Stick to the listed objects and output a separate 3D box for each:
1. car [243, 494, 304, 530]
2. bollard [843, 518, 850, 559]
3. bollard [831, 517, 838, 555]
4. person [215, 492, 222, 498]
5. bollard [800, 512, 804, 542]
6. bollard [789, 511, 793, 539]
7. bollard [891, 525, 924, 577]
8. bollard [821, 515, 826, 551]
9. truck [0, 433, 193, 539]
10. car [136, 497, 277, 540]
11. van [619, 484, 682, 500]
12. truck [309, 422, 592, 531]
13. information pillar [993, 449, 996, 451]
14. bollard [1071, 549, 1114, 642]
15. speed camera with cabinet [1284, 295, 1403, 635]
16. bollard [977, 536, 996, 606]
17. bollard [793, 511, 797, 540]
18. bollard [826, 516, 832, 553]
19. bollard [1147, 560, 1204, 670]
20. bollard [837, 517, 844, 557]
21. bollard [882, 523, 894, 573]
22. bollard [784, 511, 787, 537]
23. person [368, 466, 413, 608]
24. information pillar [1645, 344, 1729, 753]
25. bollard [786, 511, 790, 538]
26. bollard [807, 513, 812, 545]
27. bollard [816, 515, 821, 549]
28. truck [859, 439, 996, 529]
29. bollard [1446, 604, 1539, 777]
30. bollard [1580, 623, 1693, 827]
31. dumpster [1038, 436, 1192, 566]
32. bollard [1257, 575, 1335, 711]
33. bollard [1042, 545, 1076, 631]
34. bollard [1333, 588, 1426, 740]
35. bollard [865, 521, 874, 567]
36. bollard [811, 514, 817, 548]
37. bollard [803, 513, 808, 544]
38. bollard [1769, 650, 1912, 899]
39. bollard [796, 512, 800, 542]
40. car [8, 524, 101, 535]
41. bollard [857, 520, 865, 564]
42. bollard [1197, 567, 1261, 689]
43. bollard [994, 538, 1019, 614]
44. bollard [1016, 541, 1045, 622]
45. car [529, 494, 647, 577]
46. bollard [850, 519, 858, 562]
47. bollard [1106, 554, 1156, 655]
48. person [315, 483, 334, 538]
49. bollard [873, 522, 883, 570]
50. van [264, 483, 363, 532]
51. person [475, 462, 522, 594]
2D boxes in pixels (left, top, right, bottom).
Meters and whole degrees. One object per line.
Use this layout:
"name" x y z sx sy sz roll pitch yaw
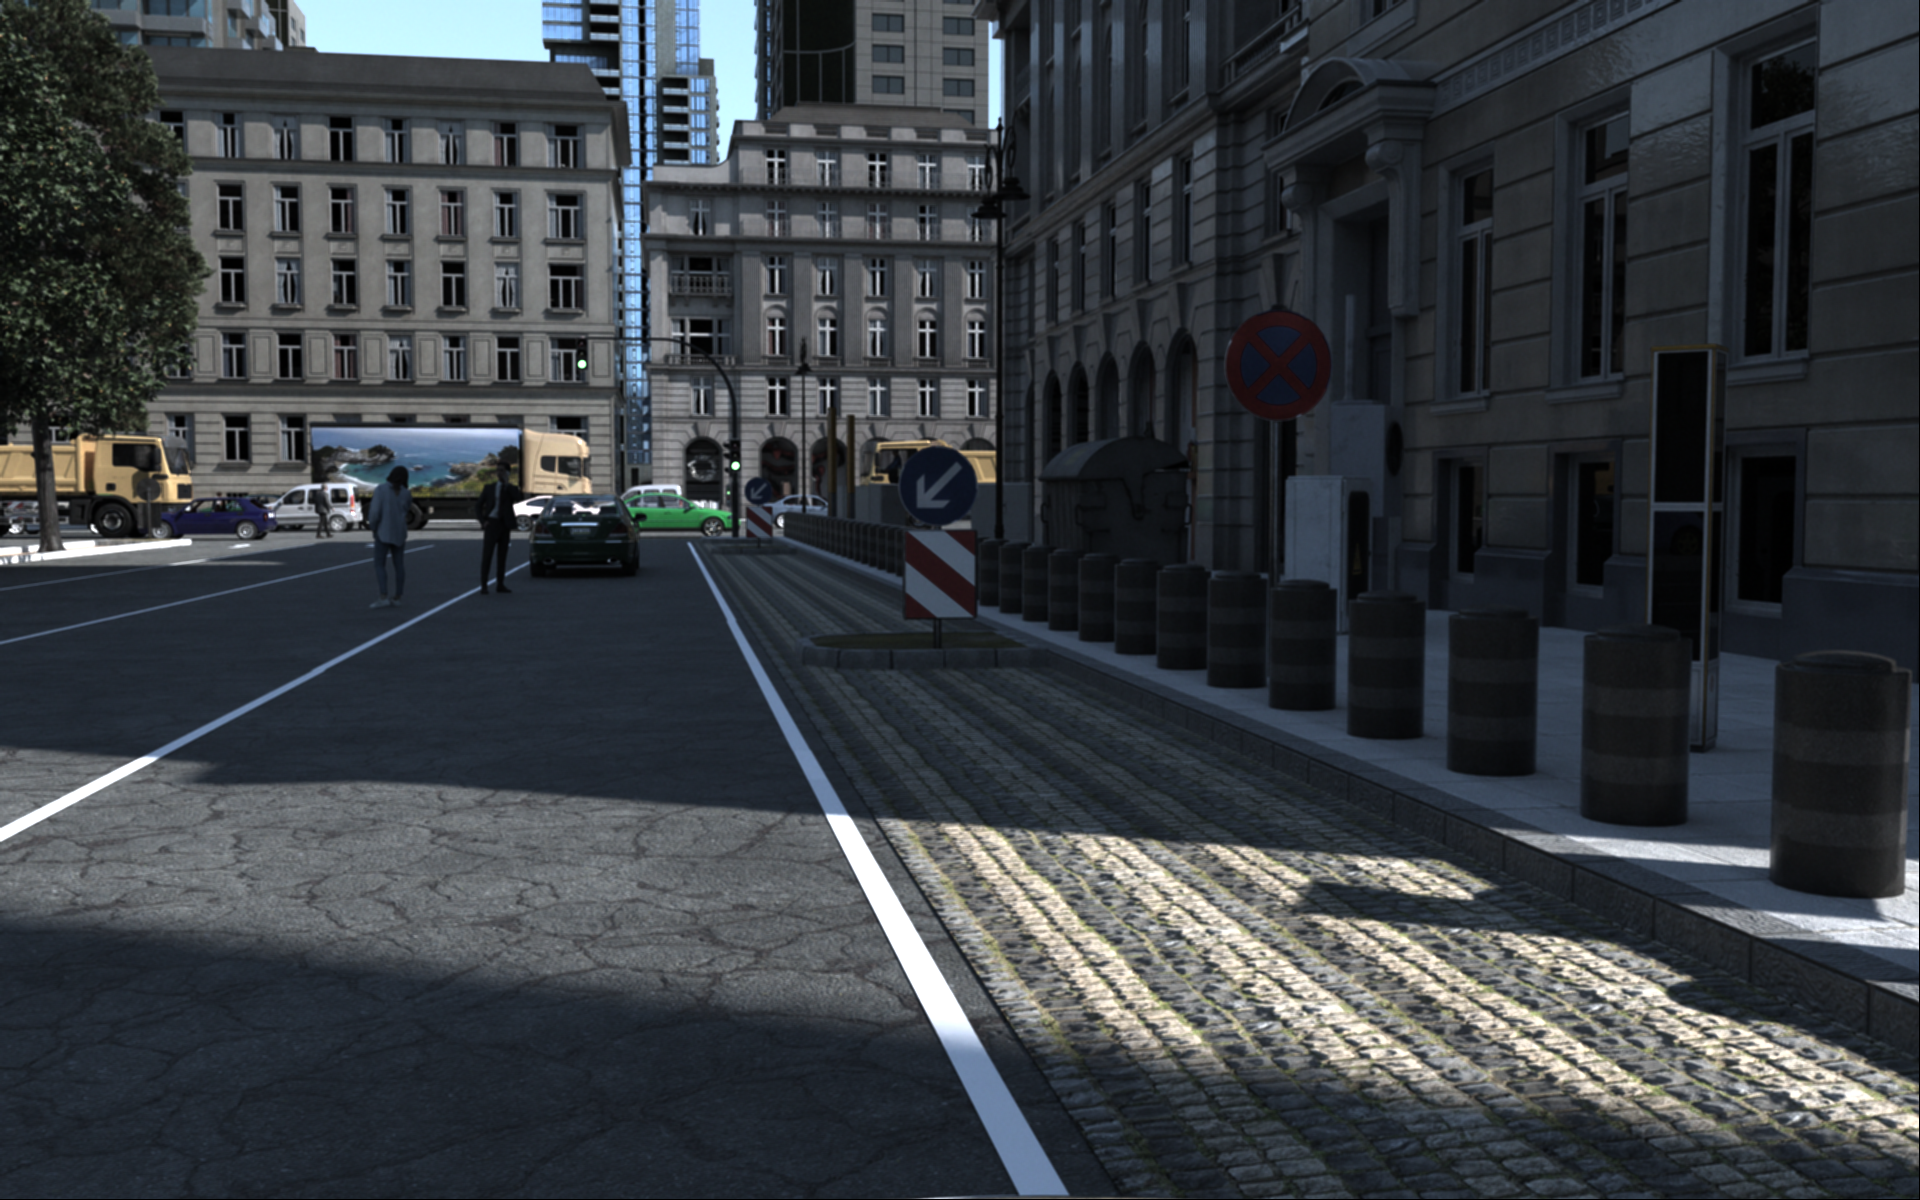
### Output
"car" -28.001 -3.490 68.863 4.920 1.459 2.131 -1 4 -9
"bollard" -2.033 -1.192 34.214 0.404 0.777 0.398 0 3 0
"bollard" -2.445 -1.338 36.594 0.404 0.777 0.398 0 3 0
"person" -31.693 -3.855 73.995 0.523 1.526 0.387 -2 4 -25
"bollard" -3.878 -1.847 44.920 0.404 0.777 0.398 0 3 0
"bollard" -4.490 -2.065 48.475 0.404 0.777 0.398 0 3 0
"bollard" -0.807 -0.755 27.066 0.404 0.777 0.398 0 3 0
"bollard" -2.857 -1.484 38.987 0.404 0.777 0.398 0 3 0
"truck" -29.431 -3.696 56.346 9.791 3.379 3.469 0 4 -8
"car" -23.489 -2.540 54.102 3.894 1.354 1.945 -1 4 -10
"van" -14.085 -4.186 75.452 4.112 2.044 2.013 -1 4 -11
"truck" -19.782 -4.904 69.096 11.283 4.237 2.839 -1 4 -10
"information pillar" 1.901 -5.998 89.424 0.504 3.616 0.183 -2 4 -32
"bollard" 1.240 -0.028 15.172 0.404 0.777 0.398 0 3 0
"speed camera with cabinet" 3.715 -1.362 16.608 0.660 3.252 2.038 2 4 29
"bollard" 0.419 -0.320 19.944 0.404 0.777 0.398 0 3 0
"bollard" -4.285 -1.992 47.289 0.404 0.777 0.398 0 3 0
"bollard" -2.650 -1.411 37.788 0.404 0.777 0.398 0 3 0
"bollard" 1.653 0.118 12.785 0.404 0.777 0.398 0 3 0
"bollard" -2.238 -1.266 35.410 0.404 0.777 0.398 0 3 0
"bollard" -1.006 -0.828 28.257 0.404 0.777 0.398 0 3 0
"bollard" -4.895 -2.210 50.850 0.404 0.777 0.398 0 3 0
"person" -7.232 -0.809 21.997 0.793 1.790 0.793 1 4 9
"information pillar" 3.641 -0.257 8.701 0.304 2.012 0.304 2 4 35
"bollard" -4.693 -2.138 49.665 0.404 0.777 0.398 0 3 0
"bollard" -3.468 -1.702 42.545 0.404 0.777 0.398 0 3 0
"bollard" -3.060 -1.557 40.177 0.404 0.777 0.398 0 3 0
"truck" 0.396 -4.112 63.149 9.791 3.379 3.469 -1 4 -11
"bollard" 2.469 0.409 8.033 0.404 0.777 0.398 0 3 0
"bollard" 2.671 0.481 6.848 0.404 0.777 0.398 0 3 0
"dumpster" 1.627 -0.761 18.199 1.264 1.857 1.865 -1 4 -10
"bollard" 2.060 0.264 10.407 0.404 0.777 0.398 0 3 0
"bollard" 1.036 -0.101 16.371 0.404 0.777 0.398 0 3 0
"bollard" 2.267 0.336 9.217 0.404 0.777 0.398 0 3 0
"bollard" -1.420 -0.974 30.642 0.404 0.777 0.398 0 3 0
"bollard" -3.269 -1.630 41.360 0.404 0.777 0.398 0 3 0
"bollard" -3.674 -1.775 43.731 0.404 0.777 0.398 0 3 0
"bollard" 2.877 0.554 5.663 0.404 0.777 0.398 0 3 0
"bollard" -4.077 -1.920 46.105 0.404 0.777 0.398 0 3 0
"car" -31.805 -3.046 61.808 4.499 1.417 2.014 0 4 -8
"bollard" -1.625 -1.047 31.840 0.404 0.777 0.398 0 3 0
"bollard" 1.856 0.191 11.592 0.404 0.777 0.398 0 3 0
"bollard" 0.625 -0.247 18.749 0.404 0.777 0.398 0 3 0
"bollard" 0.832 -0.174 17.559 0.404 0.777 0.398 0 3 0
"car" -6.804 -1.212 31.618 2.131 1.459 4.920 -1 4 -9
"bollard" -1.831 -1.120 33.025 0.404 0.777 0.398 0 3 0
"bollard" 1.448 0.046 13.970 0.404 0.777 0.398 0 3 0
"person" -20.661 -2.906 56.414 0.661 1.777 0.834 2 4 28
"bollard" -1.211 -0.901 29.441 0.404 0.777 0.398 0 3 0
"van" -24.871 -3.588 65.675 4.112 2.044 2.013 -1 4 -9
"person" -6.674 -1.054 25.102 0.648 1.900 0.474 -2 4 -32
